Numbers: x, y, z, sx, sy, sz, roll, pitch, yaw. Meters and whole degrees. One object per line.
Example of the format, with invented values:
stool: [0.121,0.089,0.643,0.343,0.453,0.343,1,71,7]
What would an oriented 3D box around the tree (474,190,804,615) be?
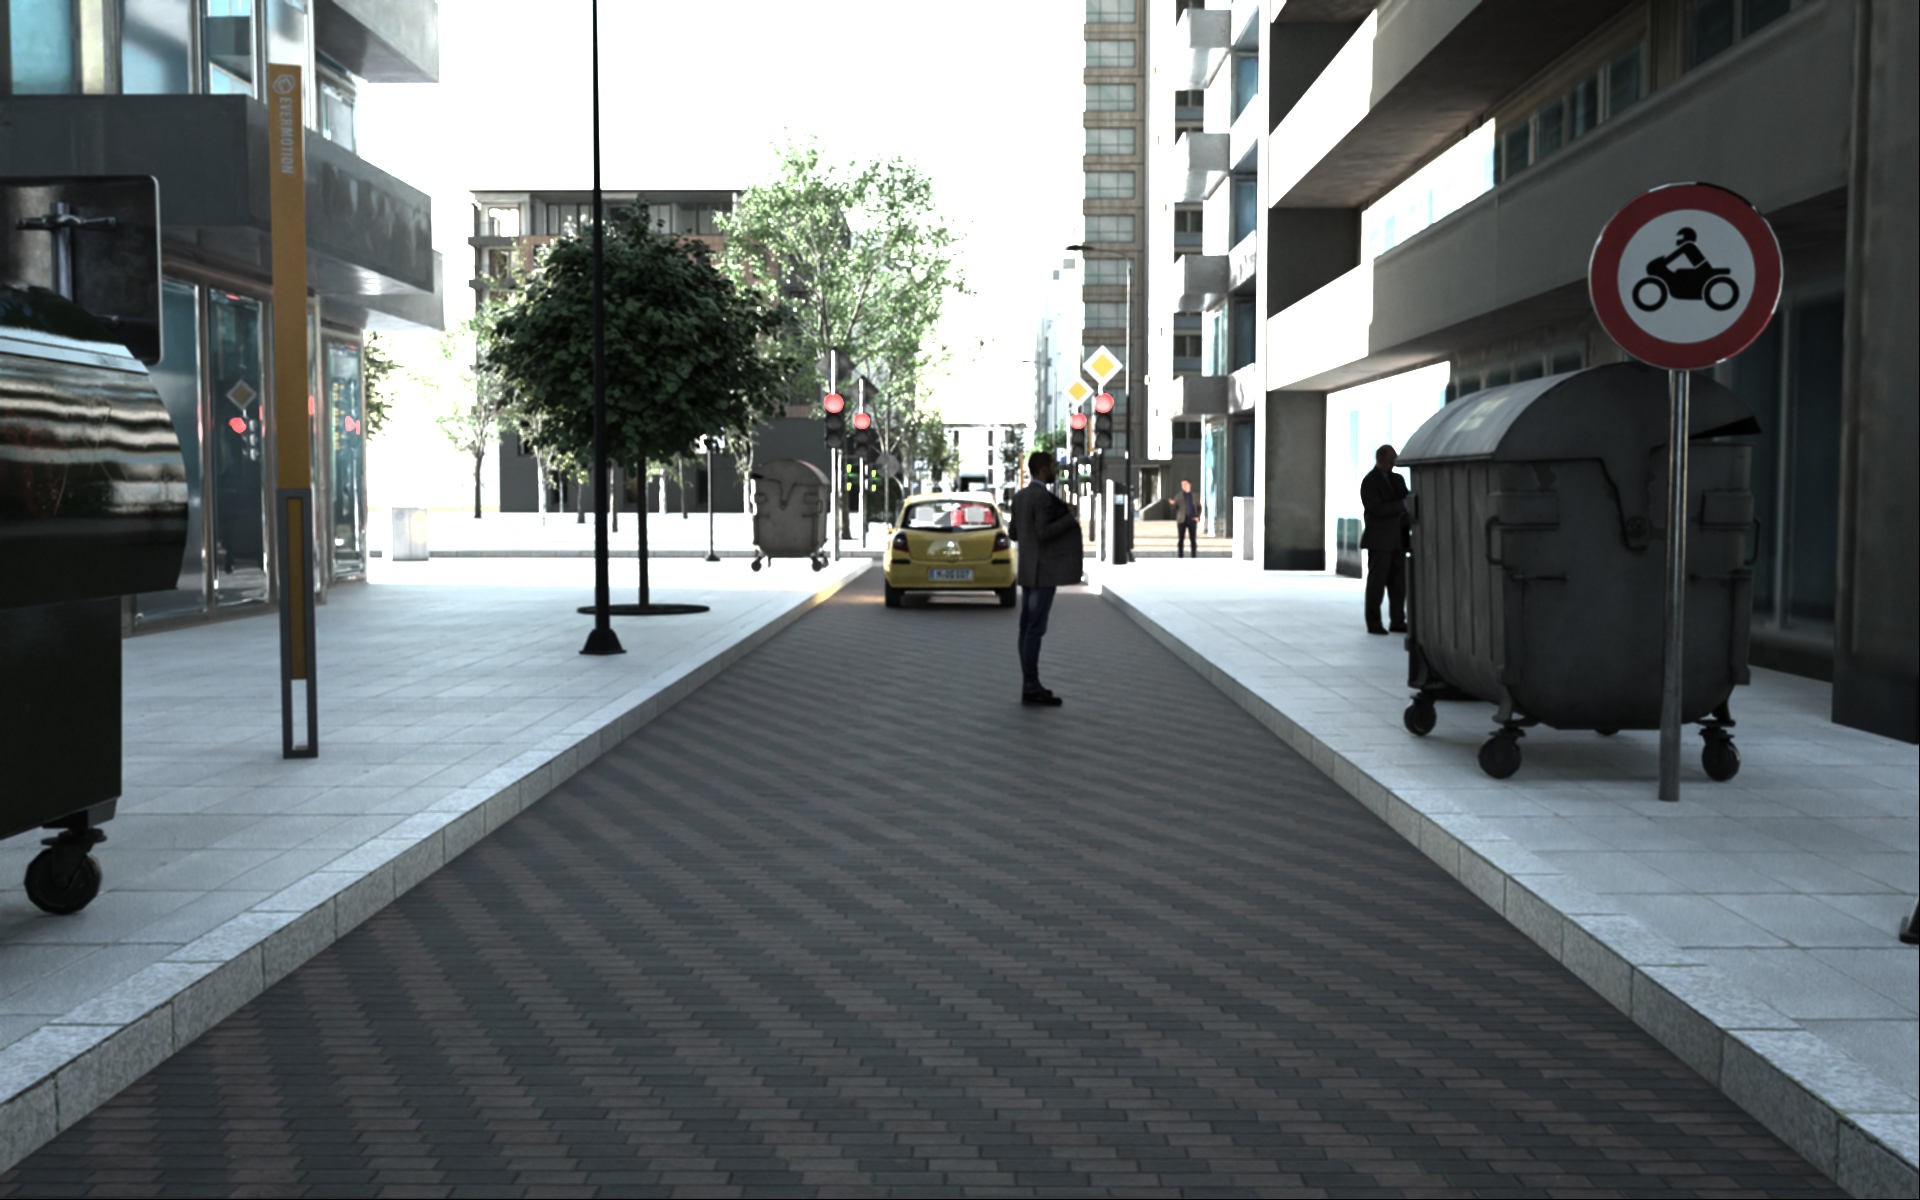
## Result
tree: [-3.546,-2.154,18.928,4.285,4.588,4.351,0,3,0]

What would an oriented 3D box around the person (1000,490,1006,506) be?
person: [4.673,-10.848,184.131,1.217,1.735,0.721,-3,5,-43]

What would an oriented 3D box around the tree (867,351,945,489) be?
tree: [-2.551,-8.153,83.667,4.360,8.622,3.978,0,3,0]

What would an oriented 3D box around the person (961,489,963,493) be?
person: [0.129,-7.148,125.385,0.705,1.821,1.348,2,4,35]

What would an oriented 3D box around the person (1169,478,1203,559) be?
person: [4.714,-1.664,36.234,0.617,1.759,0.750,1,4,20]

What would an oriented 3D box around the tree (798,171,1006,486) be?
tree: [-3.436,-15.151,103.600,12.611,20.169,13.585,0,3,0]

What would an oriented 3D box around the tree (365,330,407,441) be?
tree: [-22.705,-8.576,58.348,7.486,12.596,7.792,0,3,0]

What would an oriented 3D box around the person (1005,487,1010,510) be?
person: [3.806,-8.067,137.949,0.705,1.822,1.348,0,4,-4]

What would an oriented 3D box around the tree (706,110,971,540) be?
tree: [-3.400,-7.486,48.144,9.928,11.665,9.643,0,3,0]

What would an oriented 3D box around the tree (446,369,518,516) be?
tree: [-29.308,-9.295,102.343,4.360,8.622,3.978,0,3,0]

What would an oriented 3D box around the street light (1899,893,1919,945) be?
street light: [2.336,-1.975,4.832,1.470,5.913,1.316,0,4,1]

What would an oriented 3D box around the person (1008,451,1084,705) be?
person: [0.596,-0.159,11.924,0.431,1.722,0.655,-1,4,-13]

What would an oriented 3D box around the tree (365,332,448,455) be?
tree: [-17.512,-6.041,49.141,4.360,8.622,3.978,0,3,0]

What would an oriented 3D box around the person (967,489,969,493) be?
person: [0.580,-7.562,132.229,0.705,1.812,1.348,-3,5,-43]

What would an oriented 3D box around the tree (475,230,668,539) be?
tree: [-11.659,-6.038,49.079,4.737,8.622,4.395,0,3,0]

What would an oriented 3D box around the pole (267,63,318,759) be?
pole: [-3.225,-0.889,8.373,0.158,3.312,0.155,0,3,0]

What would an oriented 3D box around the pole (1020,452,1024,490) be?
pole: [2.980,-5.487,83.558,0.158,3.312,0.155,0,3,0]

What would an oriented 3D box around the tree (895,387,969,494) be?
tree: [-2.199,-10.263,118.169,4.737,8.622,4.395,0,3,0]

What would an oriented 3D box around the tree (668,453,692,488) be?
tree: [-16.832,-9.048,98.303,4.737,8.622,4.395,0,3,0]

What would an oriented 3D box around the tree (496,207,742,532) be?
tree: [-11.677,-7.516,57.295,8.767,10.594,7.601,1,4,13]

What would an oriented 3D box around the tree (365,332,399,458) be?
tree: [-27.290,-7.808,78.021,4.737,8.622,4.395,0,3,0]

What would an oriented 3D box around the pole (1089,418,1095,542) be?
pole: [3.574,-3.239,46.793,0.158,3.312,0.155,0,3,0]

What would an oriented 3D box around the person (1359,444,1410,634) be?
person: [3.971,-0.559,15.876,0.600,1.739,0.565,2,4,26]

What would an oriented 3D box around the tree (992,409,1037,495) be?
tree: [4.714,-12.198,149.802,4.737,8.622,4.395,0,3,0]

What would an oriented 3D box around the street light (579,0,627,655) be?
street light: [-2.337,-2.521,13.766,1.470,5.913,1.316,0,4,1]

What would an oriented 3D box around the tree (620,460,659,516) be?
tree: [-18.648,-9.327,102.861,4.360,8.622,3.978,0,3,0]

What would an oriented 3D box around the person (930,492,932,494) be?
person: [-2.408,-8.075,141.255,0.628,1.438,0.799,-3,4,-37]

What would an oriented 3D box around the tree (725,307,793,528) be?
tree: [-8.336,-7.052,65.663,4.360,8.622,3.978,0,3,0]

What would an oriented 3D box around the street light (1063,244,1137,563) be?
street light: [2.612,-3.660,32.379,1.470,5.913,1.316,0,4,1]

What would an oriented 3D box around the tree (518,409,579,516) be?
tree: [-26.764,-9.851,111.421,4.360,8.622,3.978,0,3,0]

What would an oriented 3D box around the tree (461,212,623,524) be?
tree: [-16.282,-10.053,74.737,12.009,13.543,11.850,0,3,0]

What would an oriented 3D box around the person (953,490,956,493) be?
person: [-0.338,-8.174,142.861,0.721,1.736,1.217,0,4,1]

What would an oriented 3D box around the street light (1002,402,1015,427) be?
street light: [2.996,-7.040,87.640,1.470,5.913,1.316,0,4,1]

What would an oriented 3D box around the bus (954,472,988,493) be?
bus: [1.025,-9.718,153.745,2.948,3.499,13.247,0,4,-1]

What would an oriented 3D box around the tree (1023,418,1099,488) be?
tree: [4.408,-5.593,75.161,4.285,4.588,4.351,0,3,0]

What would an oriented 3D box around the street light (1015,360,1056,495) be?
street light: [2.745,-5.355,60.093,1.470,5.913,1.316,0,4,1]

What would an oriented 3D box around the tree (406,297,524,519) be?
tree: [-25.036,-10.058,90.206,9.928,11.665,9.643,0,3,0]

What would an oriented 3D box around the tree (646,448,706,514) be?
tree: [-18.680,-11.703,109.463,7.486,12.596,7.792,0,3,0]
